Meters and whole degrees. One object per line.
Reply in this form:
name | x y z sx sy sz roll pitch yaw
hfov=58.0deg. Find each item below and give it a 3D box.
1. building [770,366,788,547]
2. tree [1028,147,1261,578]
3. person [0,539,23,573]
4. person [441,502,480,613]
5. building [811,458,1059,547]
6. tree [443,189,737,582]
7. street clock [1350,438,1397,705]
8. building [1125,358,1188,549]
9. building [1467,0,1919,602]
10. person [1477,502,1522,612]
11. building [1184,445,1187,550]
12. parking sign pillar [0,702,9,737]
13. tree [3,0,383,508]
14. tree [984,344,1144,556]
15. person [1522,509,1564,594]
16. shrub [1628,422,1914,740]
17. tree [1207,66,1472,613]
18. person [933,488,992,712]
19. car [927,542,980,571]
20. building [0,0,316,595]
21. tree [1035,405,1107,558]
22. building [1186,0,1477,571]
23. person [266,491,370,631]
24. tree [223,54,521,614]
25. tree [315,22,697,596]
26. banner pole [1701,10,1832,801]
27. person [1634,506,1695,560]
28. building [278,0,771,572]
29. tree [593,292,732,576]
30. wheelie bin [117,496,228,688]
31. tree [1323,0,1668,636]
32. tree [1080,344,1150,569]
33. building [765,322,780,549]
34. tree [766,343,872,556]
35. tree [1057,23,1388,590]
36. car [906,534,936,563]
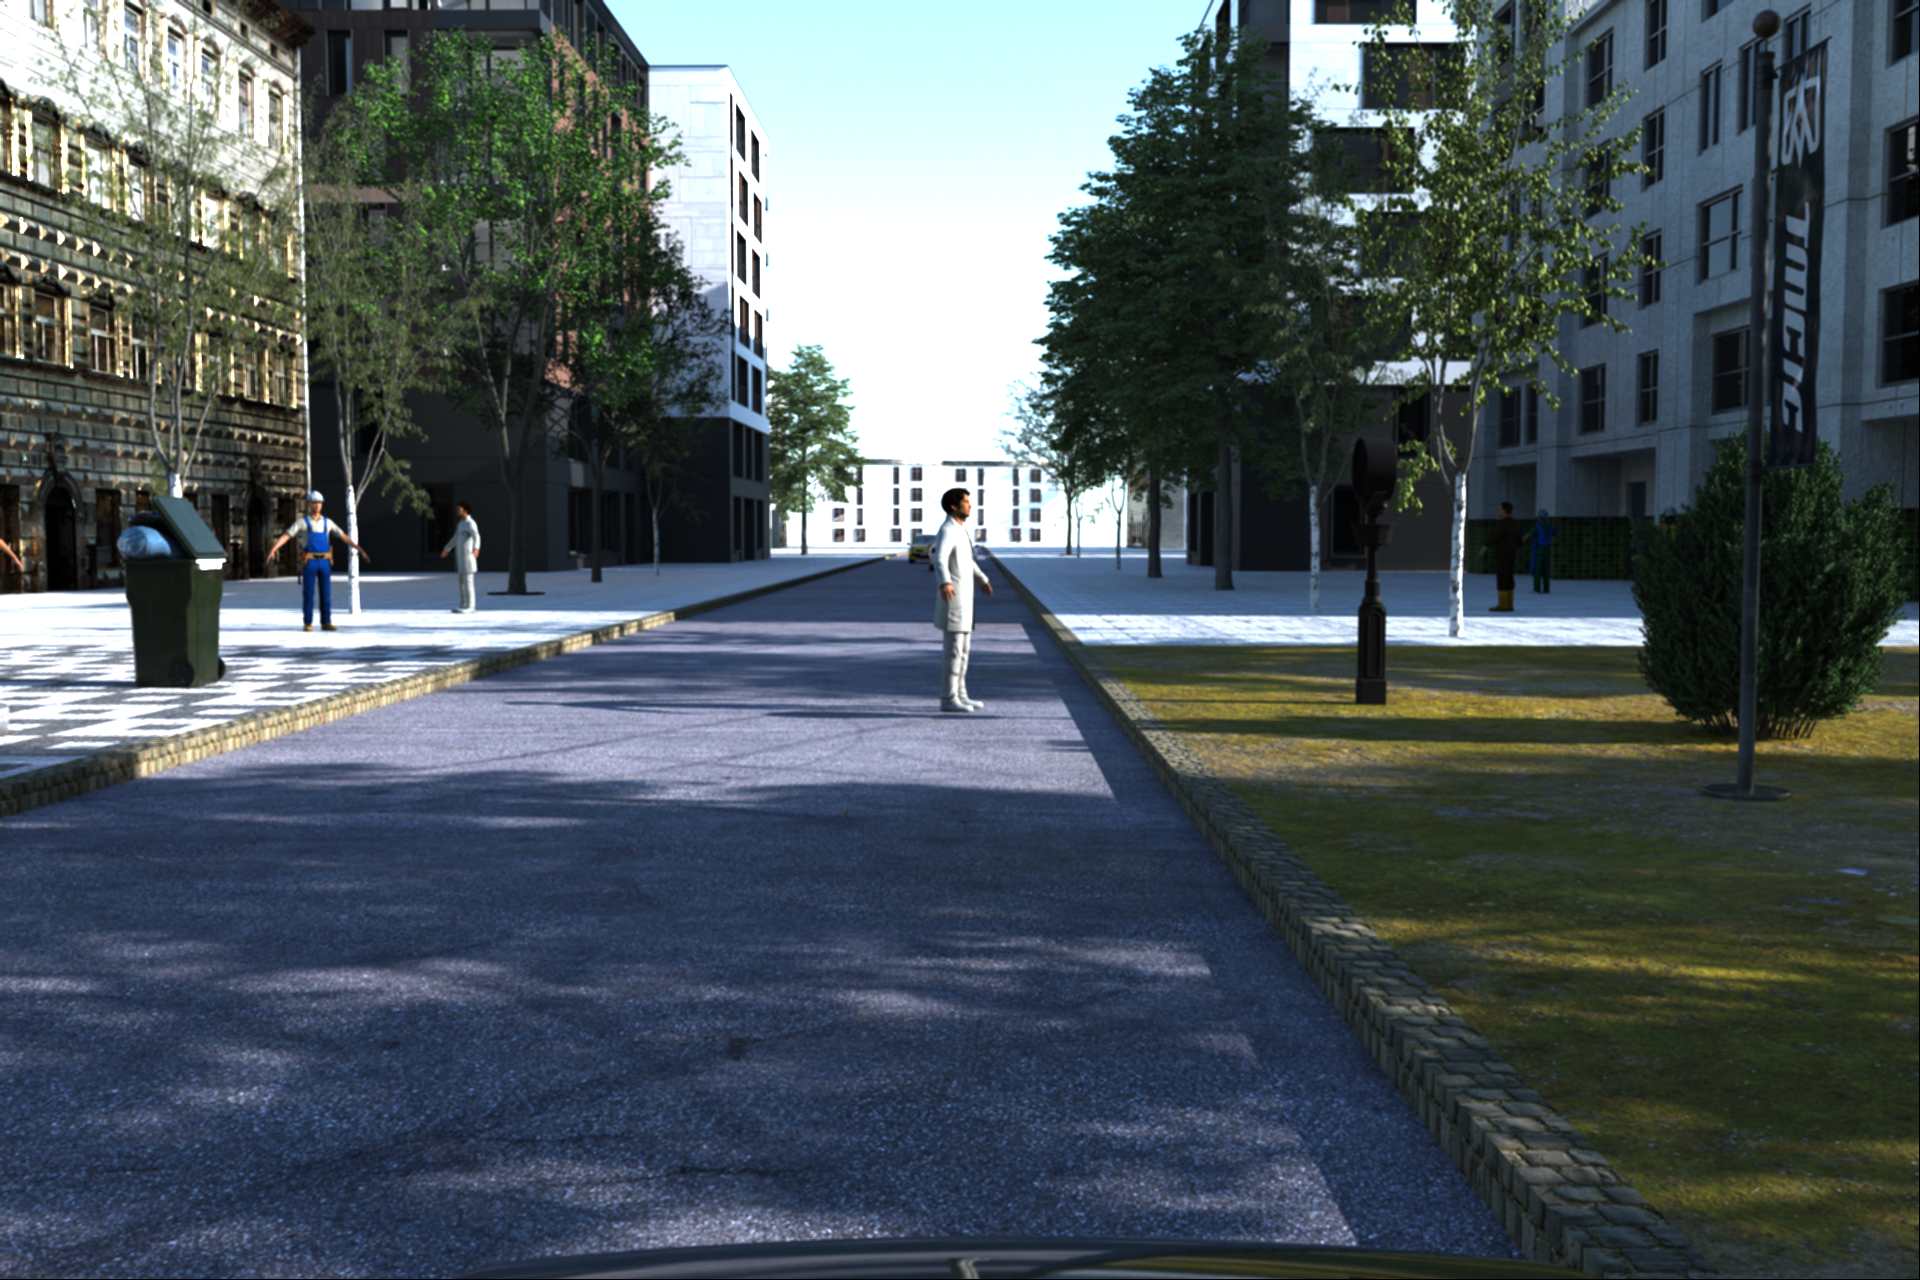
building | -26.783 -20.462 165.489 19.493 23.208 18.063 0 4 0
tree | 5.467 -8.098 50.531 7.486 12.596 7.792 0 3 0
person | -9.449 -0.577 16.233 1.217 1.733 0.721 -3 5 -40
person | -8.076 -1.345 28.175 0.705 1.806 1.347 -3 4 -38
building | -2.672 -15.275 194.350 28.070 9.664 9.099 -1 4 -8
tree | -9.742 -6.795 45.510 8.767 10.594 7.601 0 4 5
street clock | 3.109 -0.519 13.050 0.358 2.002 0.471 0 4 -1
building | 25.121 -19.818 154.945 19.493 23.208 18.063 0 3 0
building | 24.943 -10.646 40.521 16.747 18.905 31.486 0 4 0
person | 9.033 -1.385 28.783 1.346 1.812 0.704 -3 5 -45
building | 22.638 -11.347 127.673 9.099 9.664 28.070 0 4 0
parking sign pillar | -6.764 -1.360 10.708 1.447 3.967 1.447 0 4 0
tree | -9.953 -4.336 21.257 4.360 8.622 3.978 0 3 0
tree | 6.580 -11.794 103.194 12.009 13.543 11.850 0 3 0
person | 12.504 -1.907 37.300 1.347 1.817 0.704 -1 4 -20
shrub | 5.134 -0.429 11.061 1.661 2.075 1.752 0 3 0
tree | 5.758 -4.757 28.141 4.360 8.622 3.978 0 3 0
person | -0.003 -0.332 14.080 0.705 1.806 1.347 1 4 15
car | -0.262 -3.437 68.558 2.083 1.381 4.827 0 4 1
building | -29.145 -12.985 43.235 19.493 23.208 18.063 0 4 1
tree | 6.459 -8.734 93.157 4.360 8.622 3.978 0 3 0
building | 23.559 -14.154 75.390 27.936 21.610 32.646 0 3 0
person | -8.516 -1.044 22.931 1.347 1.847 0.705 -3 4 -39
tree | -9.923 -4.721 27.559 4.360 8.622 3.978 0 3 0
tree | -9.365 -6.750 36.117 9.928 11.665 9.643 0 3 0
banner pole | 3.851 -1.110 8.159 0.401 3.779 0.863 0 4 1
person | 14.624 -1.833 35.733 1.354 1.858 0.705 0 4 7
building | -24.077 -14.063 73.908 27.936 21.610 32.646 0 4 1
tree | -9.266 -6.243 52.433 4.360 8.622 3.978 0 3 0
wheelie bin | -6.671 -0.413 14.655 0.693 1.594 0.980 0 3 0
tree | 6.415 -4.362 21.674 4.737 8.622 4.395 0 3 0
tree | 5.666 -6.867 62.632 4.360 8.622 3.978 0 3 0
building | -24.496 -16.688 139.301 16.747 18.905 31.486 0 4 0
tree | -9.098 -11.288 102.691 7.486 12.596 7.792 0 3 0
tree | 5.679 -7.431 39.628 7.486 12.596 7.792 0 3 0
car | -1.649 -4.629 85.906 2.015 1.641 3.980 0 4 1
